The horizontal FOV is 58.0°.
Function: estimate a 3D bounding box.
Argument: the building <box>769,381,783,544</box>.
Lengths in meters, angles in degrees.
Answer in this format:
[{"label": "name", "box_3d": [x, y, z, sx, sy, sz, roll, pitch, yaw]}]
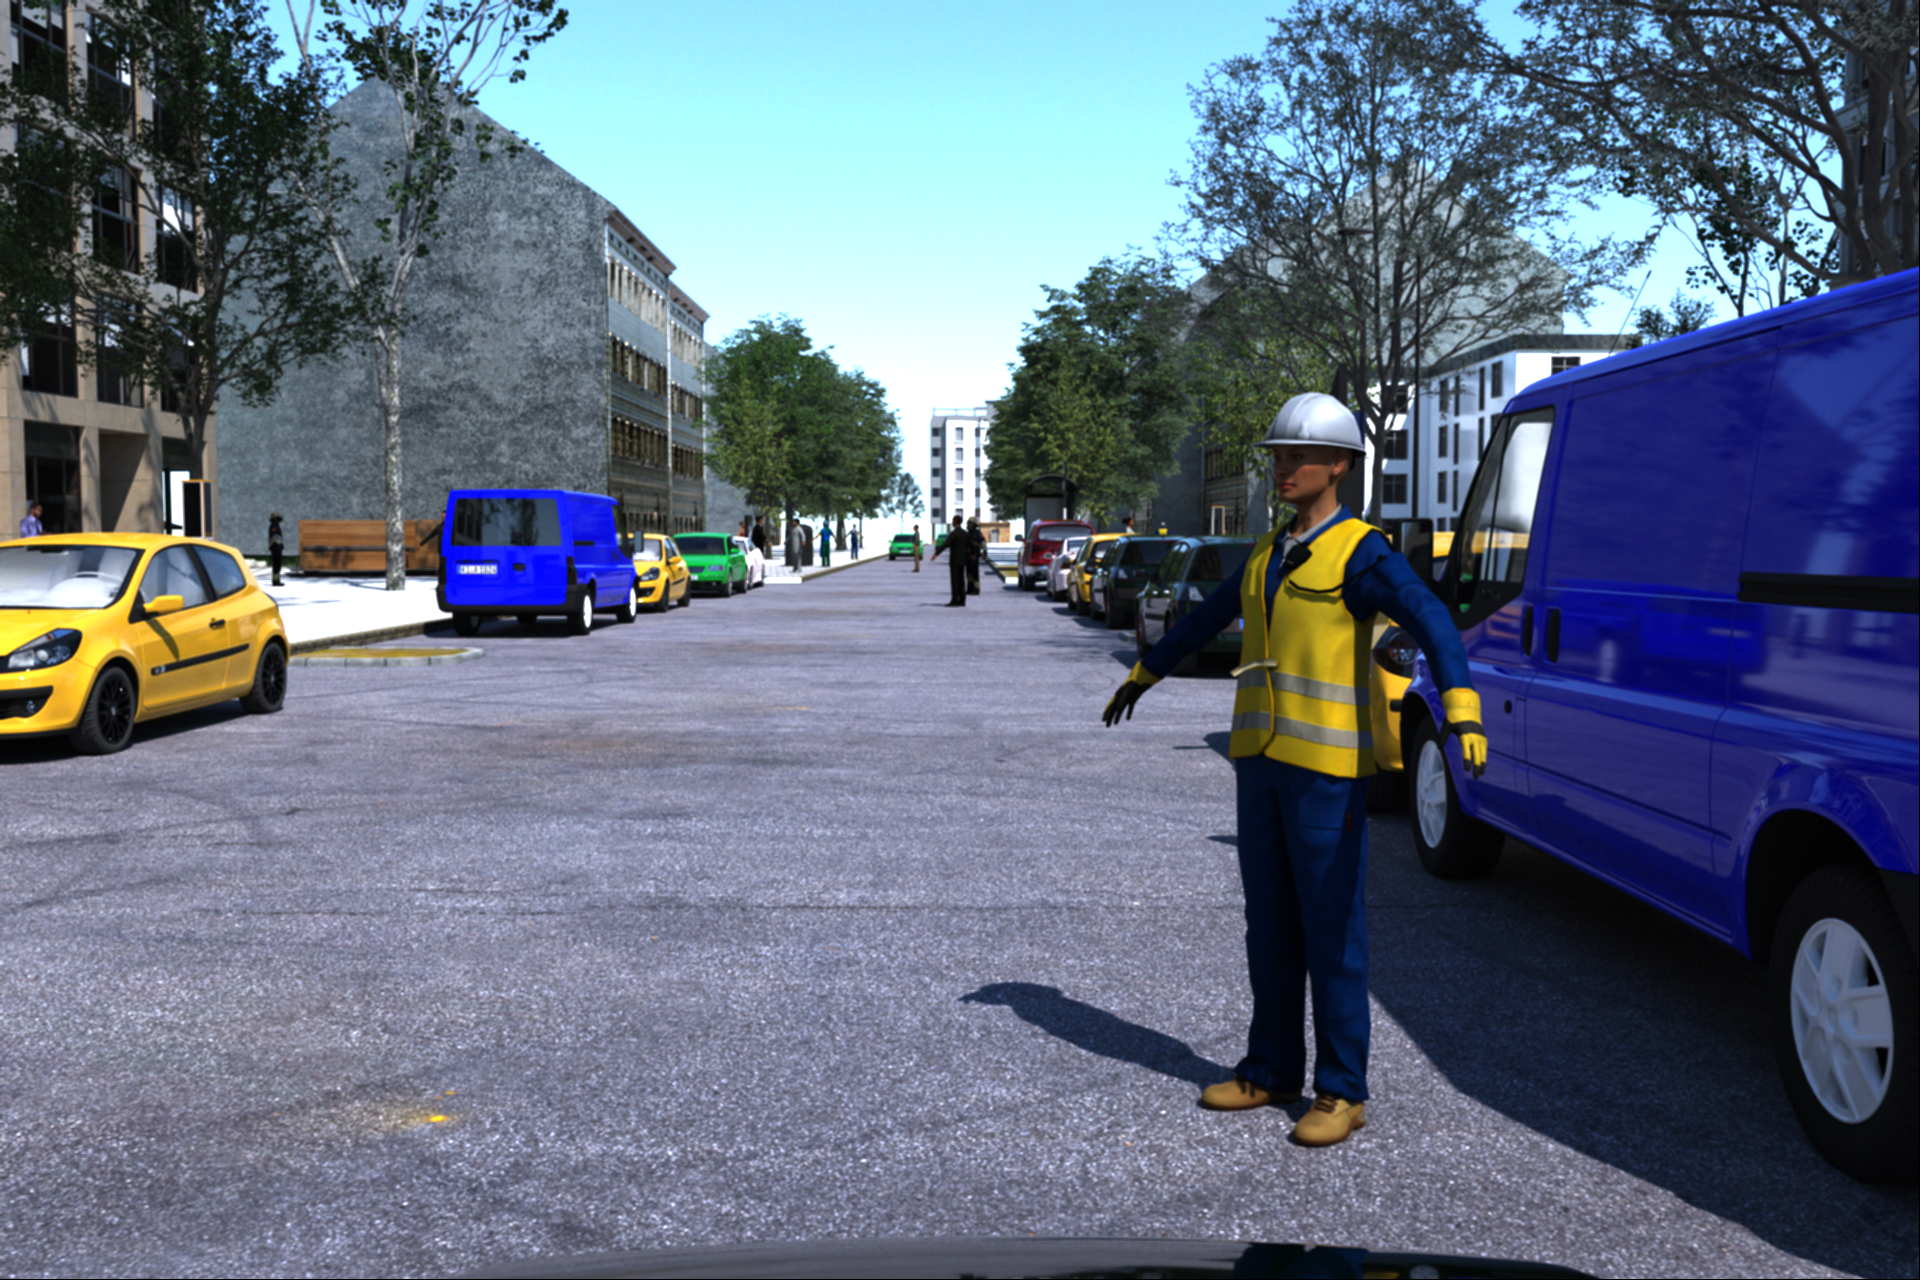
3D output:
[{"label": "building", "box_3d": [-28.256, -21.893, 214.369, 16.016, 20.090, 11.380, 0, 3, 0]}]

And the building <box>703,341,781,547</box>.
[{"label": "building", "box_3d": [-29.233, -21.433, 181.362, 19.493, 23.208, 18.063, 0, 4, 1]}]

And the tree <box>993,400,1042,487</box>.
[{"label": "tree", "box_3d": [5.968, -11.637, 116.013, 9.928, 11.665, 9.643, 0, 3, 0]}]

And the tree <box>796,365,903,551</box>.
[{"label": "tree", "box_3d": [-8.882, -13.594, 128.909, 9.857, 13.997, 8.962, 0, 3, 0]}]

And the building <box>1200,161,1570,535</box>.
[{"label": "building", "box_3d": [26.059, -17.093, 110.396, 19.493, 23.208, 18.063, 0, 4, 0]}]

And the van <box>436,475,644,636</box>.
[{"label": "van", "box_3d": [-6.182, -1.330, 26.125, 2.240, 2.365, 5.245, 0, 3, 0]}]

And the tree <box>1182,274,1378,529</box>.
[{"label": "tree", "box_3d": [12.539, -8.686, 67.777, 9.928, 11.665, 9.643, 0, 3, 0]}]

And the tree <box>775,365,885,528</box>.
[{"label": "tree", "box_3d": [-8.827, -12.068, 115.440, 7.486, 12.596, 7.792, 0, 3, 0]}]

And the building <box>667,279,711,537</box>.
[{"label": "building", "box_3d": [-26.955, -17.124, 110.913, 19.493, 23.208, 18.063, 0, 3, 0]}]

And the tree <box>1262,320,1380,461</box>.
[{"label": "tree", "box_3d": [12.193, -6.567, 57.739, 4.737, 8.622, 4.395, 0, 3, 0]}]

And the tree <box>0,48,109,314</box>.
[{"label": "tree", "box_3d": [-12.227, -5.046, 16.912, 8.767, 10.594, 7.601, 3, 5, 44]}]

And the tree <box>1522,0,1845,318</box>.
[{"label": "tree", "box_3d": [23.934, -12.075, 53.316, 12.611, 20.169, 13.585, 0, 3, 0]}]

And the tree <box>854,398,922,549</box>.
[{"label": "tree", "box_3d": [-8.892, -14.867, 153.437, 12.009, 13.543, 11.850, 0, 3, 0]}]

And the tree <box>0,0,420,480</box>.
[{"label": "tree", "box_3d": [-12.892, -5.754, 28.491, 8.767, 10.594, 7.601, 1, 4, 13]}]

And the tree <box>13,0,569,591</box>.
[{"label": "tree", "box_3d": [-14.143, -11.223, 39.394, 12.611, 20.169, 13.585, 0, 3, 0]}]

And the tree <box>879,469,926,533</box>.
[{"label": "tree", "box_3d": [-8.120, -19.210, 248.500, 7.601, 10.594, 8.767, 0, 4, 1]}]

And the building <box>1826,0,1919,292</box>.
[{"label": "building", "box_3d": [26.946, -11.663, 37.365, 8.464, 21.280, 15.925, 0, 4, 0]}]

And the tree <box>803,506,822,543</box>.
[{"label": "tree", "box_3d": [-19.753, -17.911, 243.205, 4.360, 8.622, 3.978, 0, 3, 0]}]

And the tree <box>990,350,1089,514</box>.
[{"label": "tree", "box_3d": [5.485, -11.383, 104.234, 7.486, 12.596, 7.792, 0, 3, 0]}]

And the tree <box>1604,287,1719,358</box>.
[{"label": "tree", "box_3d": [27.349, -7.968, 64.691, 8.767, 10.594, 7.601, 1, 4, 13]}]

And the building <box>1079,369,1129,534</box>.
[{"label": "building", "box_3d": [23.858, -22.672, 201.607, 19.493, 23.208, 18.063, 0, 3, 0]}]

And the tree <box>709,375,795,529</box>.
[{"label": "tree", "box_3d": [-9.348, -7.888, 79.323, 4.737, 8.622, 4.395, 0, 3, 0]}]

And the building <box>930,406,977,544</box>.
[{"label": "building", "box_3d": [-4.044, -23.828, 248.456, 11.380, 20.090, 16.016, 0, 4, 4]}]

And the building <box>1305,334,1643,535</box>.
[{"label": "building", "box_3d": [24.179, -8.851, 86.857, 9.099, 9.664, 28.070, 0, 4, 0]}]

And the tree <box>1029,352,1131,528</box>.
[{"label": "tree", "box_3d": [4.748, -7.289, 69.542, 4.737, 8.622, 4.395, 0, 3, 0]}]

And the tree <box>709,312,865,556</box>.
[{"label": "tree", "box_3d": [-9.694, -11.766, 99.036, 9.857, 13.997, 8.962, 0, 3, 0]}]

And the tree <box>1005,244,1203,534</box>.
[{"label": "tree", "box_3d": [6.367, -10.459, 77.664, 9.857, 13.997, 8.962, 0, 3, 0]}]

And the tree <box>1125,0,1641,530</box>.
[{"label": "tree", "box_3d": [8.800, -7.705, 36.347, 12.009, 13.543, 11.850, 0, 3, 0]}]

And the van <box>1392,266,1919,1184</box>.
[{"label": "van", "box_3d": [2.886, -0.067, 5.477, 2.240, 2.365, 5.245, 0, 4, -1]}]

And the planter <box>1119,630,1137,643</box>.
[{"label": "planter", "box_3d": [3.188, -0.143, 23.478, 1.991, 0.319, 1.994, 0, 4, -1]}]

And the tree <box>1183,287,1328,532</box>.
[{"label": "tree", "box_3d": [8.773, -6.080, 49.770, 4.737, 8.622, 4.395, 0, 3, 0]}]

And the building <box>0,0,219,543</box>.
[{"label": "building", "box_3d": [-32.541, -14.238, 35.986, 19.351, 26.588, 34.151, 0, 3, 0]}]

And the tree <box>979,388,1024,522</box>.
[{"label": "tree", "box_3d": [6.176, -14.480, 143.395, 9.857, 13.997, 8.962, 0, 3, 0]}]

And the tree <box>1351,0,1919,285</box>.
[{"label": "tree", "box_3d": [9.044, -6.488, 16.455, 12.009, 13.543, 11.850, 0, 3, 0]}]

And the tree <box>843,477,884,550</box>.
[{"label": "tree", "box_3d": [-9.607, -12.626, 140.850, 7.601, 10.594, 8.767, 2, 4, 26]}]

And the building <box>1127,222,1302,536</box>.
[{"label": "building", "box_3d": [22.677, -18.227, 128.947, 19.493, 23.208, 18.063, 0, 4, 0]}]

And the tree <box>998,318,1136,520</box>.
[{"label": "tree", "box_3d": [5.576, -10.615, 91.681, 7.486, 12.596, 7.792, 0, 3, 0]}]

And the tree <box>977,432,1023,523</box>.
[{"label": "tree", "box_3d": [6.413, -15.180, 154.848, 9.857, 13.997, 8.962, 0, 3, 0]}]

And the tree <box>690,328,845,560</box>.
[{"label": "tree", "box_3d": [-9.618, -9.852, 86.832, 9.928, 11.665, 9.643, 0, 3, 0]}]

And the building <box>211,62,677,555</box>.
[{"label": "building", "box_3d": [-25.656, -15.787, 89.045, 19.493, 23.208, 18.063, 0, 4, 0]}]
